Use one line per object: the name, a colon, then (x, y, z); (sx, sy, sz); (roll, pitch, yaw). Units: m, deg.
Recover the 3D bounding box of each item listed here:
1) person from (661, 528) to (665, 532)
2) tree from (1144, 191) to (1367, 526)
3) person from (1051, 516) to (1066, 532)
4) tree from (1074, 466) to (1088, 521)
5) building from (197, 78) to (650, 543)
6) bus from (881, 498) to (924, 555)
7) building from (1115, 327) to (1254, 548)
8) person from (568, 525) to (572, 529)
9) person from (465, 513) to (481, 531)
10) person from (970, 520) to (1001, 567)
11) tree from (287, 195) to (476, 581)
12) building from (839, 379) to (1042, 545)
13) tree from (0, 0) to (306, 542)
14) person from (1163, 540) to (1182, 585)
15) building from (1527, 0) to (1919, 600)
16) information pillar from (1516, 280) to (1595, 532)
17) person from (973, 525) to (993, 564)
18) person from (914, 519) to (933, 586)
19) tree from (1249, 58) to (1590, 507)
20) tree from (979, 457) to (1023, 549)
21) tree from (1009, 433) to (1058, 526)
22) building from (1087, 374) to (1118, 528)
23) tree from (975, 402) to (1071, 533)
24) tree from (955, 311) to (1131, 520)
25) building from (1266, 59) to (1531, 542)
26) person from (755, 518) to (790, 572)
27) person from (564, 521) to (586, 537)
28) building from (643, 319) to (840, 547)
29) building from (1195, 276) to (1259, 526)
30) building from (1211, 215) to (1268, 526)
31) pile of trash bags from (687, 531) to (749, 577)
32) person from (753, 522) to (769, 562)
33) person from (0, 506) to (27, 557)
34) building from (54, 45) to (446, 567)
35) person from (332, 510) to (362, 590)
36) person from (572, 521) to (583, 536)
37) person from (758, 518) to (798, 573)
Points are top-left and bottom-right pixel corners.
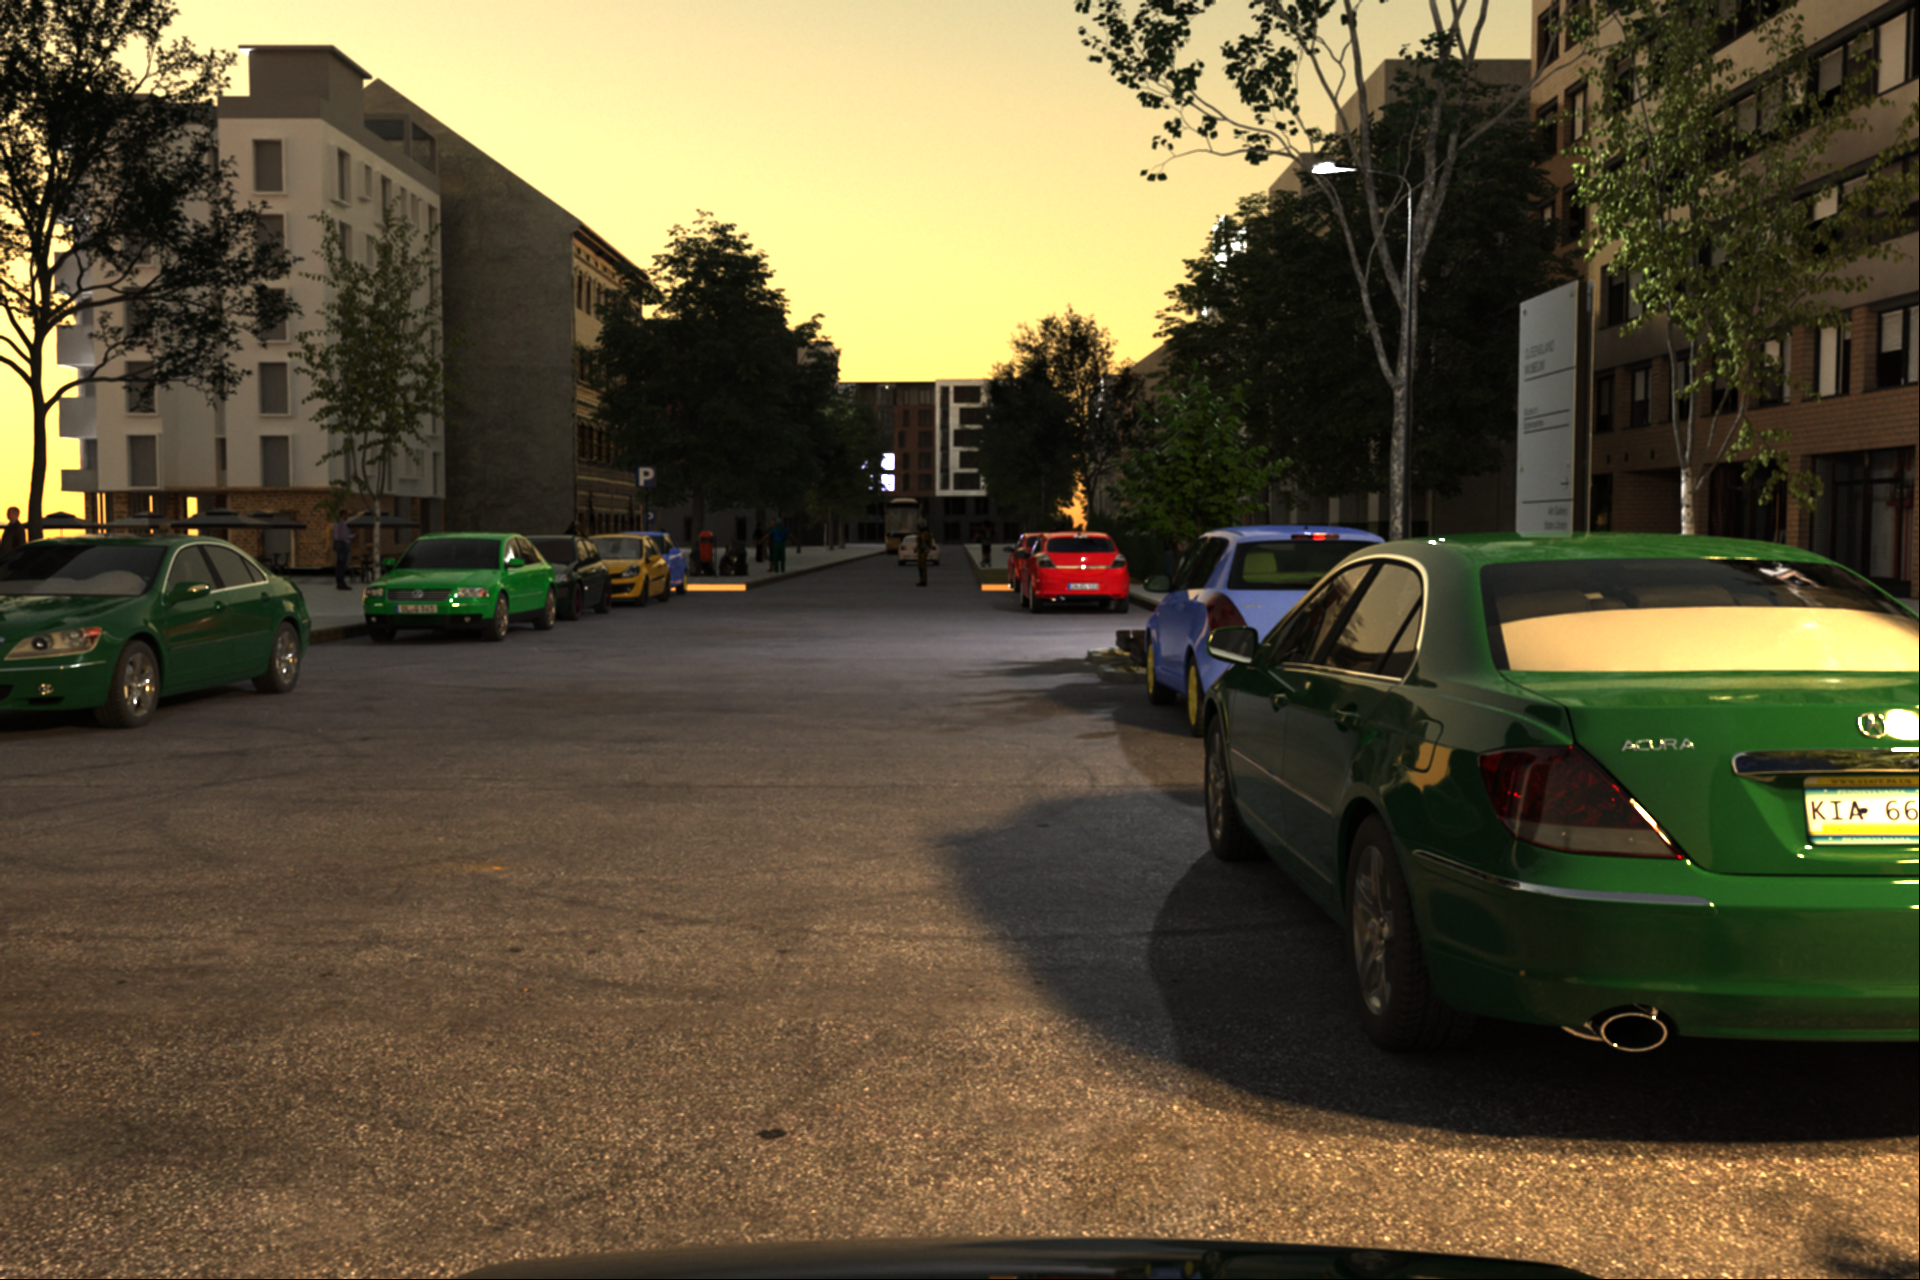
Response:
person: (-8.706, -2.612, 49.433); (1.216, 1.740, 0.721); (-2, 4, -35)
tree: (9.882, -8.574, 58.312); (7.486, 12.596, 7.792); (0, 3, 0)
person: (2.331, -1.995, 40.857); (1.354, 1.856, 0.705); (1, 4, 15)
tree: (20.494, -20.142, 235.981); (9.857, 13.997, 8.962); (0, 3, 0)
building: (-27.982, -16.036, 93.110); (19.493, 23.208, 18.063); (0, 4, 0)
bus: (-3.912, -8.057, 123.280); (2.896, 3.916, 12.252); (0, 4, 0)
building: (25.182, -20.613, 167.956); (19.493, 23.208, 18.063); (0, 3, 0)
person: (-18.896, -4.699, 83.635); (0.721, 1.733, 1.217); (-1, 4, -9)
person: (-12.370, -2.330, 44.228); (1.348, 1.813, 0.705); (3, 5, 42)
person: (1.024, -3.743, 67.341); (1.345, 1.843, 0.704); (-2, 4, -24)
tree: (-12.945, -5.388, 38.458); (4.737, 8.622, 4.395); (0, 3, 0)
building: (-4.529, -24.135, 241.036); (32.646, 21.610, 27.936); (0, 4, 4)
tree: (-13.198, -5.544, 25.050); (7.601, 10.594, 8.767); (-2, 4, -28)
person: (4.834, -2.049, 39.713); (0.705, 1.803, 1.348); (0, 4, -6)
building: (28.332, -13.826, 32.631); (21.656, 26.213, 47.522); (0, 4, 0)
information pillar: (5.771, -1.564, 16.889); (0.184, 3.620, 1.656); (0, 3, 0)
person: (1.046, -4.151, 74.141); (0.705, 1.796, 1.348); (3, 4, 36)
person: (-1.061, -2.409, 47.605); (0.705, 1.858, 1.354); (-1, 4, -9)
tree: (12.326, -8.659, 48.237); (9.857, 13.997, 8.962); (0, 3, 0)
tree: (5.441, -13.688, 149.561); (9.928, 11.665, 9.643); (0, 3, 0)
tree: (5.173, -10.296, 118.705); (4.737, 8.622, 4.395); (0, 3, 0)
building: (24.300, -20.404, 200.056); (16.747, 18.905, 31.486); (0, 3, 0)
tree: (4.892, -12.401, 128.517); (9.928, 11.665, 9.643); (0, 3, 0)
tree: (4.760, -11.379, 96.414); (12.009, 13.543, 11.850); (0, 3, 0)
building: (24.155, -12.652, 73.325); (16.747, 18.905, 31.486); (0, 3, 0)
person: (-6.348, -3.233, 58.995); (1.346, 1.812, 0.704); (2, 4, 24)
person: (-15.537, -3.877, 69.615); (1.346, 1.802, 0.704); (-1, 4, -21)
building: (-27.660, -20.629, 181.251); (27.936, 21.610, 32.646); (0, 4, 0)
building: (22.501, -16.579, 127.491); (16.016, 20.090, 11.380); (0, 4, 0)
building: (20.252, -15.141, 103.970); (16.016, 20.090, 11.380); (0, 4, 0)
pile of trash bags: (-7.467, -2.628, 52.724); (1.912, 1.369, 3.447); (0, 4, 1)
person: (-9.098, -4.437, 78.727); (0.705, 1.806, 1.347); (-3, 4, -37)
person: (-16.329, -1.421, 29.831); (0.990, 1.755, 0.434); (3, 5, 41)
building: (-29.278, -12.973, 68.522); (16.016, 20.090, 11.380); (0, 4, 0)
person: (-14.090, -2.076, 39.852); (0.599, 1.838, 0.709); (-3, 5, -42)
person: (-14.468, -3.639, 65.968); (0.721, 1.772, 1.216); (1, 4, 14)
person: (-5.994, -3.128, 57.272); (1.347, 1.817, 0.704); (-1, 4, -17)
